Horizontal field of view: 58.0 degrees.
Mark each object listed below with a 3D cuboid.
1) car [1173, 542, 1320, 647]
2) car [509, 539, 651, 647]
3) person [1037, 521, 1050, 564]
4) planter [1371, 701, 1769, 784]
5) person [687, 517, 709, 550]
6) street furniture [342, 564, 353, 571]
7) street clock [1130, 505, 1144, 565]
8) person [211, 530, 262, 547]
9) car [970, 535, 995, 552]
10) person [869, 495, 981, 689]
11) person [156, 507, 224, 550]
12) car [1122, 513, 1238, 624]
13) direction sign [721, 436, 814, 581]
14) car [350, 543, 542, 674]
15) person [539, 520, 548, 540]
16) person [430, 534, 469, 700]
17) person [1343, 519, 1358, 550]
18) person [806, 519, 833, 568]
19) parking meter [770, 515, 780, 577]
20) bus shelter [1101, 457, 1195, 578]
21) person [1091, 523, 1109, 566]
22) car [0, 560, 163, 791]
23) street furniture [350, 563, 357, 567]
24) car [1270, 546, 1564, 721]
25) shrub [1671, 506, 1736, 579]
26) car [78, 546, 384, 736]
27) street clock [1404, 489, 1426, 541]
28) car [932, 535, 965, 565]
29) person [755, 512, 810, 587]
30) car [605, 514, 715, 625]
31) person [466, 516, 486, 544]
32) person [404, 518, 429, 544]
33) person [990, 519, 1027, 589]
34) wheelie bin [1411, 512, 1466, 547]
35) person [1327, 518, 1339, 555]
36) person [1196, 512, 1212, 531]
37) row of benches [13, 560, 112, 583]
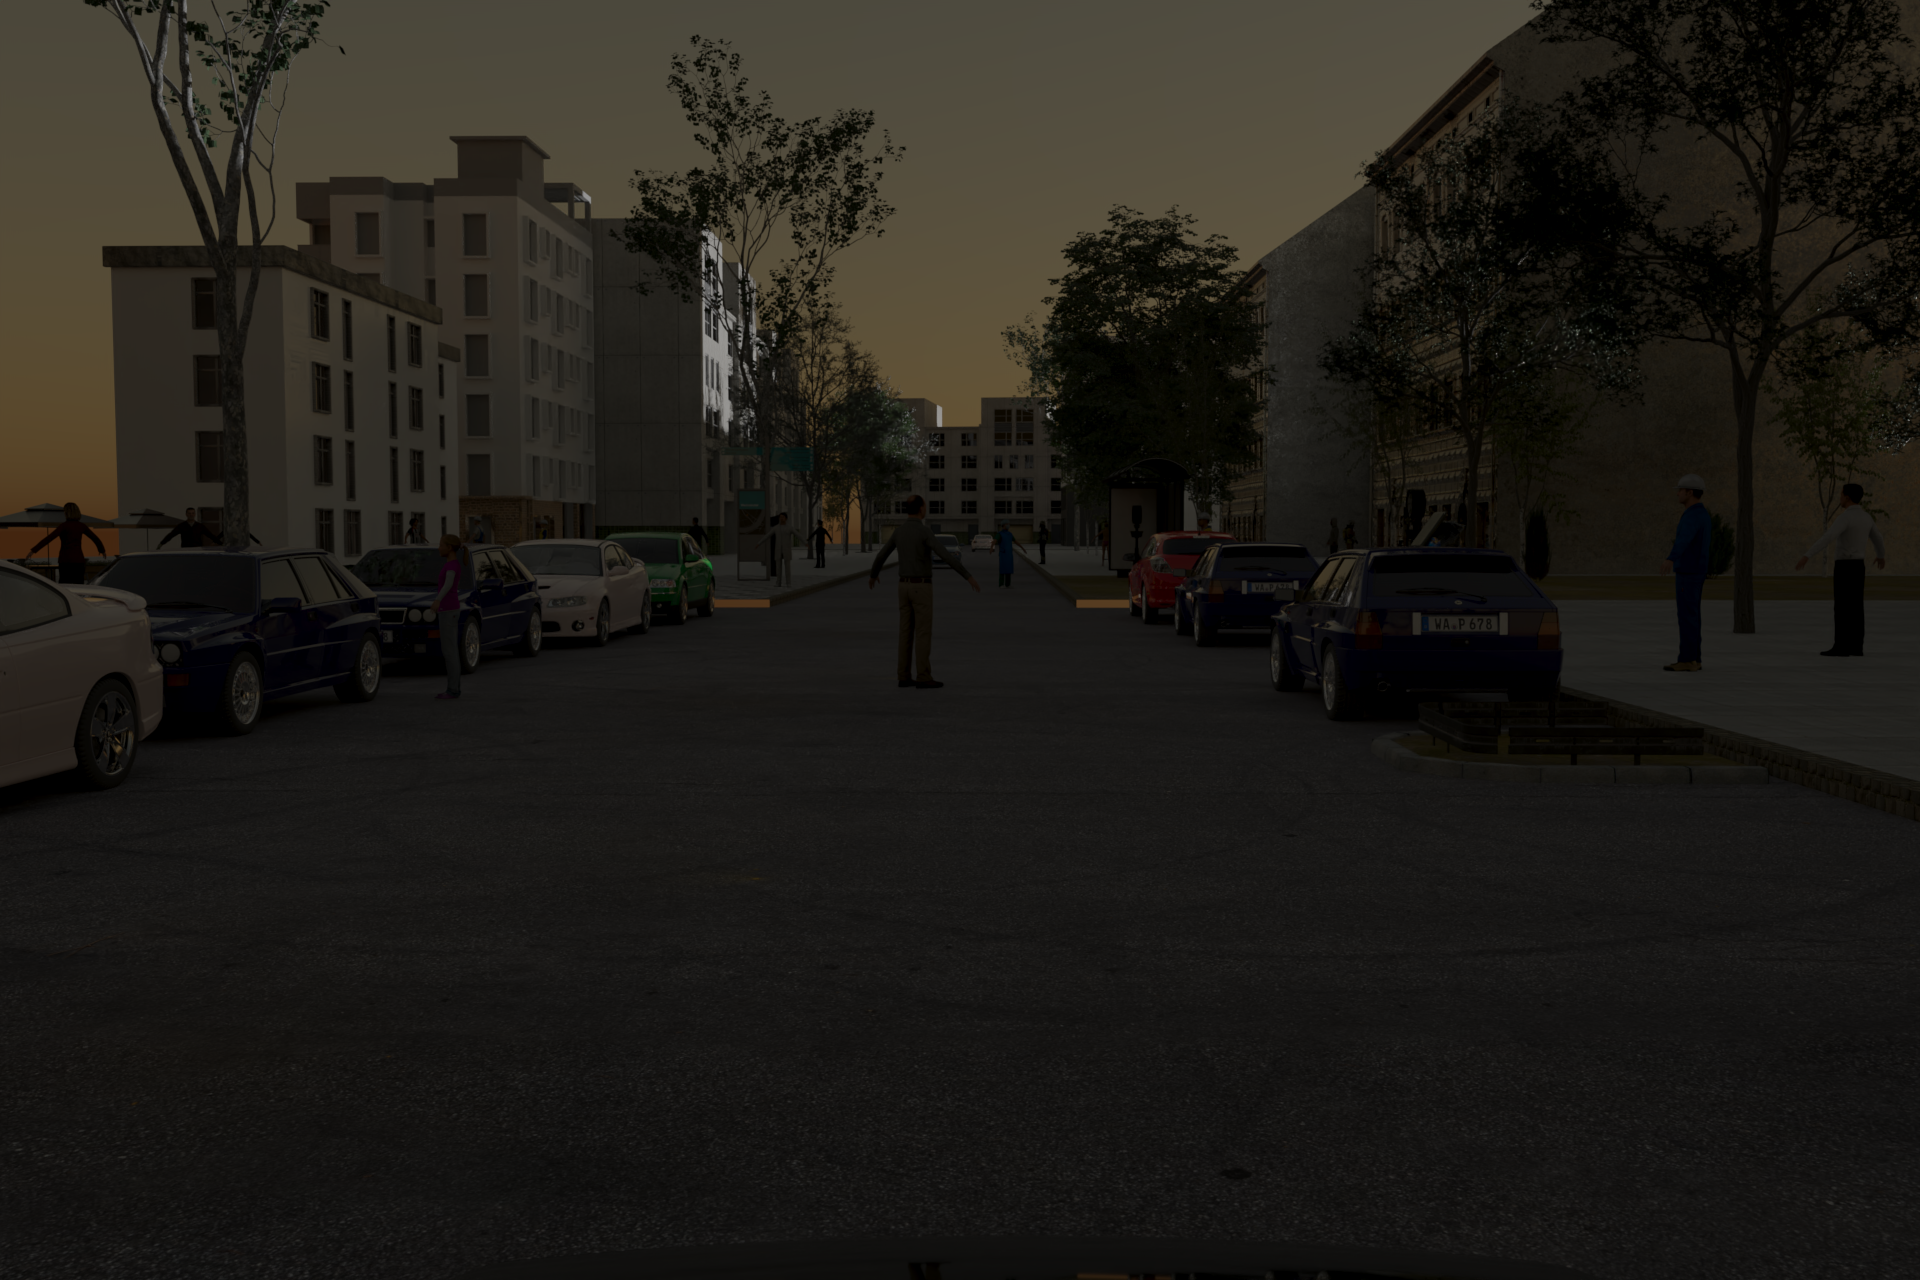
[{"bbox_3d":[3.889,-0.658,23.337,1.945,1.354,3.894,0,4,1],"label":"car"},{"bbox_3d":[-5.424,-0.683,23.528,2.083,1.381,4.827,0,4,1],"label":"car"},{"bbox_3d":[3.478,-4.143,73.511,0.705,1.856,1.354,0,4,-6],"label":"person"},{"bbox_3d":[3.677,0.624,10.946,1.991,0.319,1.994,0,4,2],"label":"planter"},{"bbox_3d":[-8.144,-2.876,53.245,0.704,1.802,1.346,2,4,35],"label":"person"},{"bbox_3d":[-13.225,-1.531,40.666,5.734,0.657,10.072,3,4,38],"label":"street furniture"},{"bbox_3d":[4.417,-2.368,43.286,0.358,2.002,0.471,0,4,2],"label":"street clock"},{"bbox_3d":[-19.541,-2.482,46.767,1.347,1.806,0.705,-3,4,-36],"label":"person"},{"bbox_3d":[1.869,-7.806,139.985,2.083,1.381,4.827,0,4,0],"label":"car"},{"bbox_3d":[-0.394,-0.456,16.176,1.348,1.796,0.705,3,5,40],"label":"person"},{"bbox_3d":[-15.166,-1.716,34.202,1.346,1.812,0.704,-2,4,-30],"label":"person"},{"bbox_3d":[3.828,-1.217,28.936,2.155,1.783,4.494,0,4,1],"label":"car"},{"bbox_3d":[-5.249,-3.625,48.024,2.525,3.948,1.411,0,4,2],"label":"direction sign"},{"bbox_3d":[-5.813,-0.387,18.913,1.945,1.354,3.894,0,4,1],"label":"car"},{"bbox_3d":[-14.186,-3.194,58.682,0.721,1.772,1.216,-1,4,-17],"label":"person"},{"bbox_3d":[-4.500,-0.204,15.061,0.599,1.433,0.991,-1,4,-11],"label":"person"},{"bbox_3d":[15.209,-3.770,67.405,0.705,1.858,1.354,0,4,-2],"label":"person"},{"bbox_3d":[-5.294,-3.637,65.393,1.347,1.837,0.705,-3,5,-44],"label":"person"},{"bbox_3d":[-5.639,-2.844,52.206,0.399,1.863,0.255,0,4,1],"label":"parking meter"},{"bbox_3d":[5.164,-3.329,48.351,2.014,3.302,5.546,0,4,0],"label":"bus shelter"},{"bbox_3d":[5.839,-3.812,69.126,1.217,1.733,0.721,0,4,7],"label":"person"},{"bbox_3d":[-5.710,0.241,8.421,2.083,1.381,4.827,0,4,1],"label":"car"},{"bbox_3d":[-12.618,-2.074,49.529,10.072,0.657,5.734,0,4,-1],"label":"street furniture"},{"bbox_3d":[3.708,-0.125,14.617,1.945,1.354,3.894,0,4,1],"label":"car"},{"bbox_3d":[21.198,-2.768,49.294,1.661,2.075,1.752,0,3,0],"label":"shrub"},{"bbox_3d":[-5.908,-0.057,13.517,1.945,1.354,3.894,0,4,1],"label":"car"},{"bbox_3d":[7.359,-1.434,28.010,0.358,2.002,0.471,0,4,1],"label":"street clock"},{"bbox_3d":[-0.795,-3.735,73.074,2.014,1.417,4.499,0,4,1],"label":"car"},{"bbox_3d":[-4.277,-2.181,41.849,1.347,1.806,0.705,0,4,7],"label":"person"},{"bbox_3d":[-5.202,-1.219,28.732,1.959,1.807,4.718,0,4,1],"label":"car"},{"bbox_3d":[-15.094,-2.954,54.156,0.705,1.847,1.347,0,4,8],"label":"person"},{"bbox_3d":[-18.725,-3.267,59.567,0.704,1.843,1.345,1,4,19],"label":"person"},{"bbox_3d":[1.219,-2.256,45.474,1.347,1.817,0.704,-3,5,-44],"label":"person"},{"bbox_3d":[6.816,-1.026,24.686,0.693,1.594,0.980,0,4,2],"label":"wheelie bin"},{"bbox_3d":[12.132,-3.070,56.324,0.705,1.813,1.348,0,4,3],"label":"person"},{"bbox_3d":[4.498,-1.448,32.105,0.705,1.833,1.349,0,4,-5],"label":"person"},{"bbox_3d":[-21.969,-1.562,41.006,4.104,0.672,1.422,-1,4,-15],"label":"row of benches"}]
